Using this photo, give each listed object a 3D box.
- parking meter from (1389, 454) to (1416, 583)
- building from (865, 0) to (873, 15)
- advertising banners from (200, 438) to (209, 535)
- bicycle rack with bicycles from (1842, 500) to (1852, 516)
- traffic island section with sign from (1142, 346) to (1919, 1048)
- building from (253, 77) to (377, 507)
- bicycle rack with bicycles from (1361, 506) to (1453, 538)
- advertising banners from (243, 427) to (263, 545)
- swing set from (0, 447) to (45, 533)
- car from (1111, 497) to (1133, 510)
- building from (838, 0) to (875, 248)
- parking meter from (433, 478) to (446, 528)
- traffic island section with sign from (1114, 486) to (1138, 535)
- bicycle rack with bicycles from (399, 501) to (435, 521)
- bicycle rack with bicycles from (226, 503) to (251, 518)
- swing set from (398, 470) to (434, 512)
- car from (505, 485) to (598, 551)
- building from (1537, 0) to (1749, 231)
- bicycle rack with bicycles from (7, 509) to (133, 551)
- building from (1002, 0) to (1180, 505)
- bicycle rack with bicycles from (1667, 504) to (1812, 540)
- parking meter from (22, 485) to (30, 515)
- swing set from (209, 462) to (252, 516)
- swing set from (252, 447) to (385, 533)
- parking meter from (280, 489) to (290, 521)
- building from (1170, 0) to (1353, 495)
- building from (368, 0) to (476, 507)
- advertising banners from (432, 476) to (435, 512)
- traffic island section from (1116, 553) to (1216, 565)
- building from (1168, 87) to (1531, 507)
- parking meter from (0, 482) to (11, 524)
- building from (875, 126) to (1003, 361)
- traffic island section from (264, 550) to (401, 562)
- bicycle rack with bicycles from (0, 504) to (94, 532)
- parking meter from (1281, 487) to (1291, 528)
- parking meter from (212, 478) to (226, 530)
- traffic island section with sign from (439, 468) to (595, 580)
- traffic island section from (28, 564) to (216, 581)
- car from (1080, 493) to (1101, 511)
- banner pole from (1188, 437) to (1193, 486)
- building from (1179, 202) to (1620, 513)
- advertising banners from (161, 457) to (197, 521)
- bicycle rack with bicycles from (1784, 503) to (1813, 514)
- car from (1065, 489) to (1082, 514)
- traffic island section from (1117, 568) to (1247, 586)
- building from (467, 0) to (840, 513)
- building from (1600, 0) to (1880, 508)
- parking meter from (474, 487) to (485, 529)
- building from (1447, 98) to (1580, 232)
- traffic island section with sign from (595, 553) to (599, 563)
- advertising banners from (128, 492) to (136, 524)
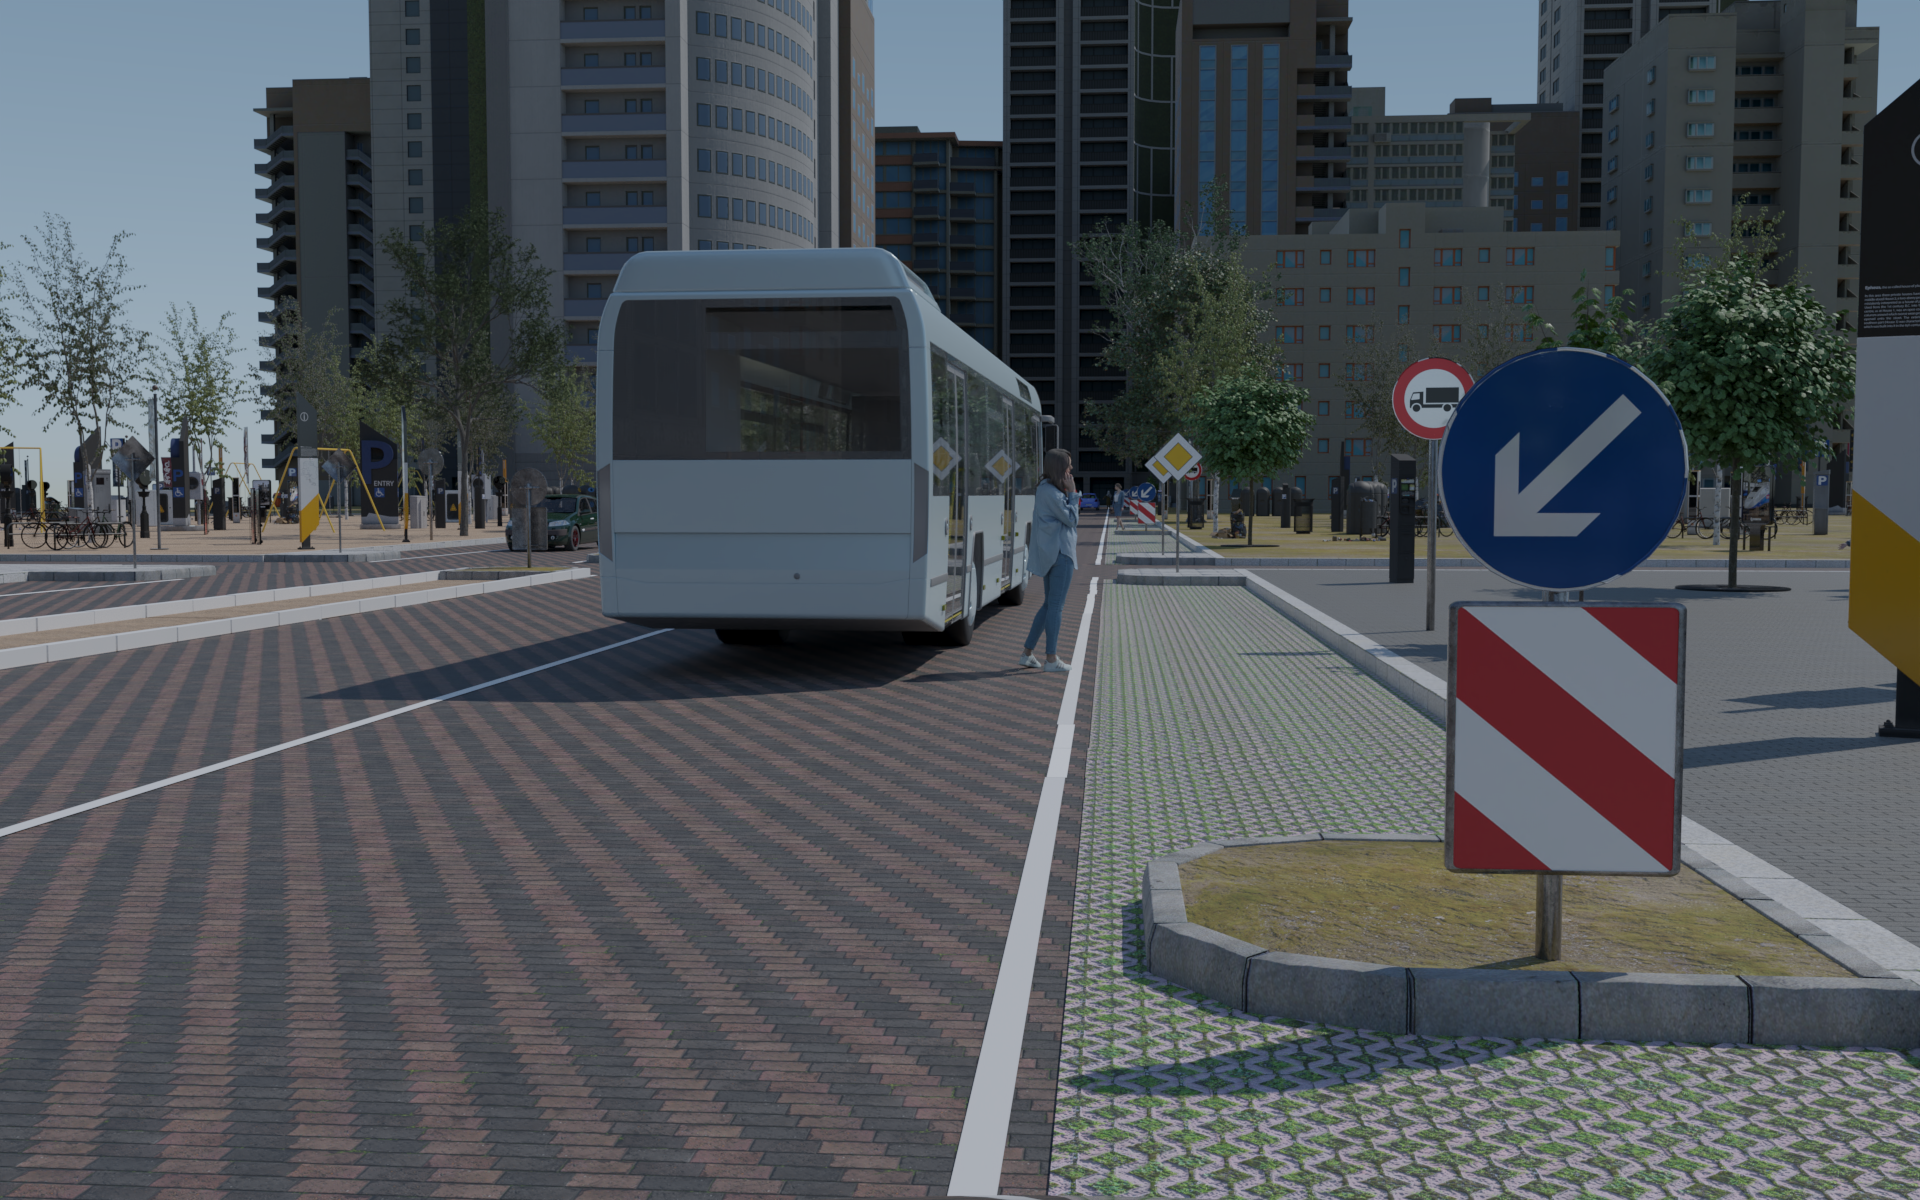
[{"bbox_3d":[6.393,-1.181,25.016,0.255,1.863,0.399,0,4,-8],"label":"parking meter"},{"bbox_3d":[-21.131,-52.706,174.415,31.000,86.520,22.319,0,4,5],"label":"building"},{"bbox_3d":[-23.822,-3.572,54.592,0.090,3.025,2.074,-1,4,-19],"label":"advertising banners"},{"bbox_3d":[52.085,-5.279,99.698,2.852,0.926,2.925,3,5,42],"label":"bicycle rack with bicycles"},{"bbox_3d":[1.587,0.193,5.467,1.989,1.847,2.006,0,4,5],"label":"traffic island section with sign"},{"bbox_3d":[-64.446,-32.655,184.027,14.200,45.320,14.600,0,4,5],"label":"building"},{"bbox_3d":[13.370,-2.352,51.834,2.925,0.926,2.852,0,4,-4],"label":"bicycle rack with bicycles"},{"bbox_3d":[-18.197,-2.958,44.550,0.090,3.025,2.074,-2,4,-32],"label":"advertising banners"},{"bbox_3d":[-32.127,-3.652,57.333,3.119,2.851,2.862,-2,4,-26],"label":"swing set"},{"bbox_3d":[14.205,-8.515,151.806,1.945,1.354,3.894,0,4,5],"label":"car"},{"bbox_3d":[-15.060,-30.461,148.141,14.600,45.320,14.200,0,4,5],"label":"building"},{"bbox_3d":[-19.430,-3.606,64.666,0.399,1.863,0.255,-2,4,-28],"label":"parking meter"},{"bbox_3d":[6.436,-3.198,60.918,1.989,1.847,2.006,0,4,5],"label":"traffic island section with sign"},{"bbox_3d":[-25.973,-4.289,83.505,2.925,0.926,2.852,-2,4,-24],"label":"bicycle rack with bicycles"},{"bbox_3d":[-39.044,-4.956,94.419,2.925,0.926,2.852,-3,5,-41],"label":"bicycle rack with bicycles"},{"bbox_3d":[-35.965,-7.093,113.598,2.862,2.851,3.119,0,4,-6],"label":"swing set"},{"bbox_3d":[-10.366,-2.141,44.792,2.009,1.686,4.222,0,4,6],"label":"car"},{"bbox_3d":[79.199,-46.579,199.816,20.611,71.187,20.563,0,4,5],"label":"building"},{"bbox_3d":[-20.807,-1.676,40.786,2.852,0.926,2.925,2,4,30],"label":"bicycle rack with bicycles"},{"bbox_3d":[15.845,-46.913,205.287,20.611,71.187,20.563,0,4,5],"label":"building"},{"bbox_3d":[22.087,-2.215,49.593,2.852,0.926,2.925,-2,4,-32],"label":"bicycle rack with bicycles"},{"bbox_3d":[-58.077,-6.235,107.654,0.255,1.863,0.399,0,4,3],"label":"parking meter"},{"bbox_3d":[-35.953,-5.462,86.926,2.862,2.851,3.119,0,4,-4],"label":"swing set"},{"bbox_3d":[-21.744,-3.751,58.956,2.862,2.851,3.119,1,4,16],"label":"swing set"},{"bbox_3d":[-32.535,-4.584,83.357,0.372,1.533,0.369,0,3,0],"label":"parking meter"},{"bbox_3d":[25.914,-30.659,151.388,14.600,45.320,14.200,0,4,5],"label":"building"},{"bbox_3d":[-46.664,-45.313,179.119,20.611,71.187,20.563,0,4,5],"label":"building"},{"bbox_3d":[-32.665,-6.872,108.549,2.074,3.025,0.090,3,5,41],"label":"advertising banners"},{"bbox_3d":[4.270,-0.856,36.269,2.009,0.180,2.903,0,4,5],"label":"traffic island section"},{"bbox_3d":[36.684,-29.249,170.101,32.217,40.220,23.993,0,4,5],"label":"building"},{"bbox_3d":[-41.328,-4.236,74.969,0.399,1.863,0.255,0,4,-5],"label":"parking meter"},{"bbox_3d":[-8.714,-33.921,209.237,28.867,44.769,22.147,0,4,5],"label":"building"},{"bbox_3d":[-13.553,-0.951,37.827,2.009,0.180,2.903,0,4,5],"label":"traffic island section"},{"bbox_3d":[-34.296,-3.148,64.852,2.925,0.926,2.852,-1,4,-21],"label":"bicycle rack with bicycles"},{"bbox_3d":[12.283,-3.479,65.295,0.372,1.533,0.369,0,3,0],"label":"parking meter"},{"bbox_3d":[-26.266,-3.405,61.375,0.399,1.863,0.255,0,4,5],"label":"parking meter"},{"bbox_3d":[-7.550,-1.308,29.523,2.006,1.907,1.989,0,4,5],"label":"traffic island section with sign"},{"bbox_3d":[-14.249,-0.464,29.872,2.009,0.180,2.903,0,4,5],"label":"traffic island section"},{"bbox_3d":[11.346,-8.699,151.812,1.945,1.707,3.694,0,4,7],"label":"car"},{"bbox_3d":[9.116,-4.797,68.447,0.401,3.779,0.863,1,4,21],"label":"banner pole"},{"bbox_3d":[30.712,-17.392,129.399,27.650,21.520,28.899,0,4,5],"label":"building"},{"bbox_3d":[-36.547,-5.219,81.513,2.074,3.025,0.090,0,4,1],"label":"advertising banners"},{"bbox_3d":[33.995,-3.586,72.015,2.925,0.926,2.852,1,4,22],"label":"bicycle rack with bicycles"},{"bbox_3d":[7.629,-7.081,124.451,2.281,1.827,5.304,0,4,3],"label":"car"},{"bbox_3d":[3.574,-0.369,28.314,2.009,0.180,2.903,0,4,5],"label":"traffic island section"},{"bbox_3d":[-21.445,-35.783,127.048,21.231,58.520,28.212,0,4,5],"label":"building"},{"bbox_3d":[76.042,-33.332,168.674,21.600,48.544,21.300,0,4,5],"label":"building"},{"bbox_3d":[-17.737,-3.397,63.954,0.372,1.533,0.369,0,3,0],"label":"parking meter"},{"bbox_3d":[61.577,-33.564,198.884,14.200,45.320,14.600,0,4,5],"label":"building"},{"bbox_3d":[-6.895,-1.759,36.902,2.006,1.907,1.989,0,4,5],"label":"traffic island section with sign"},{"bbox_3d":[-34.818,-4.711,73.217,0.090,3.025,2.074,-1,4,-9],"label":"advertising banners"}]
